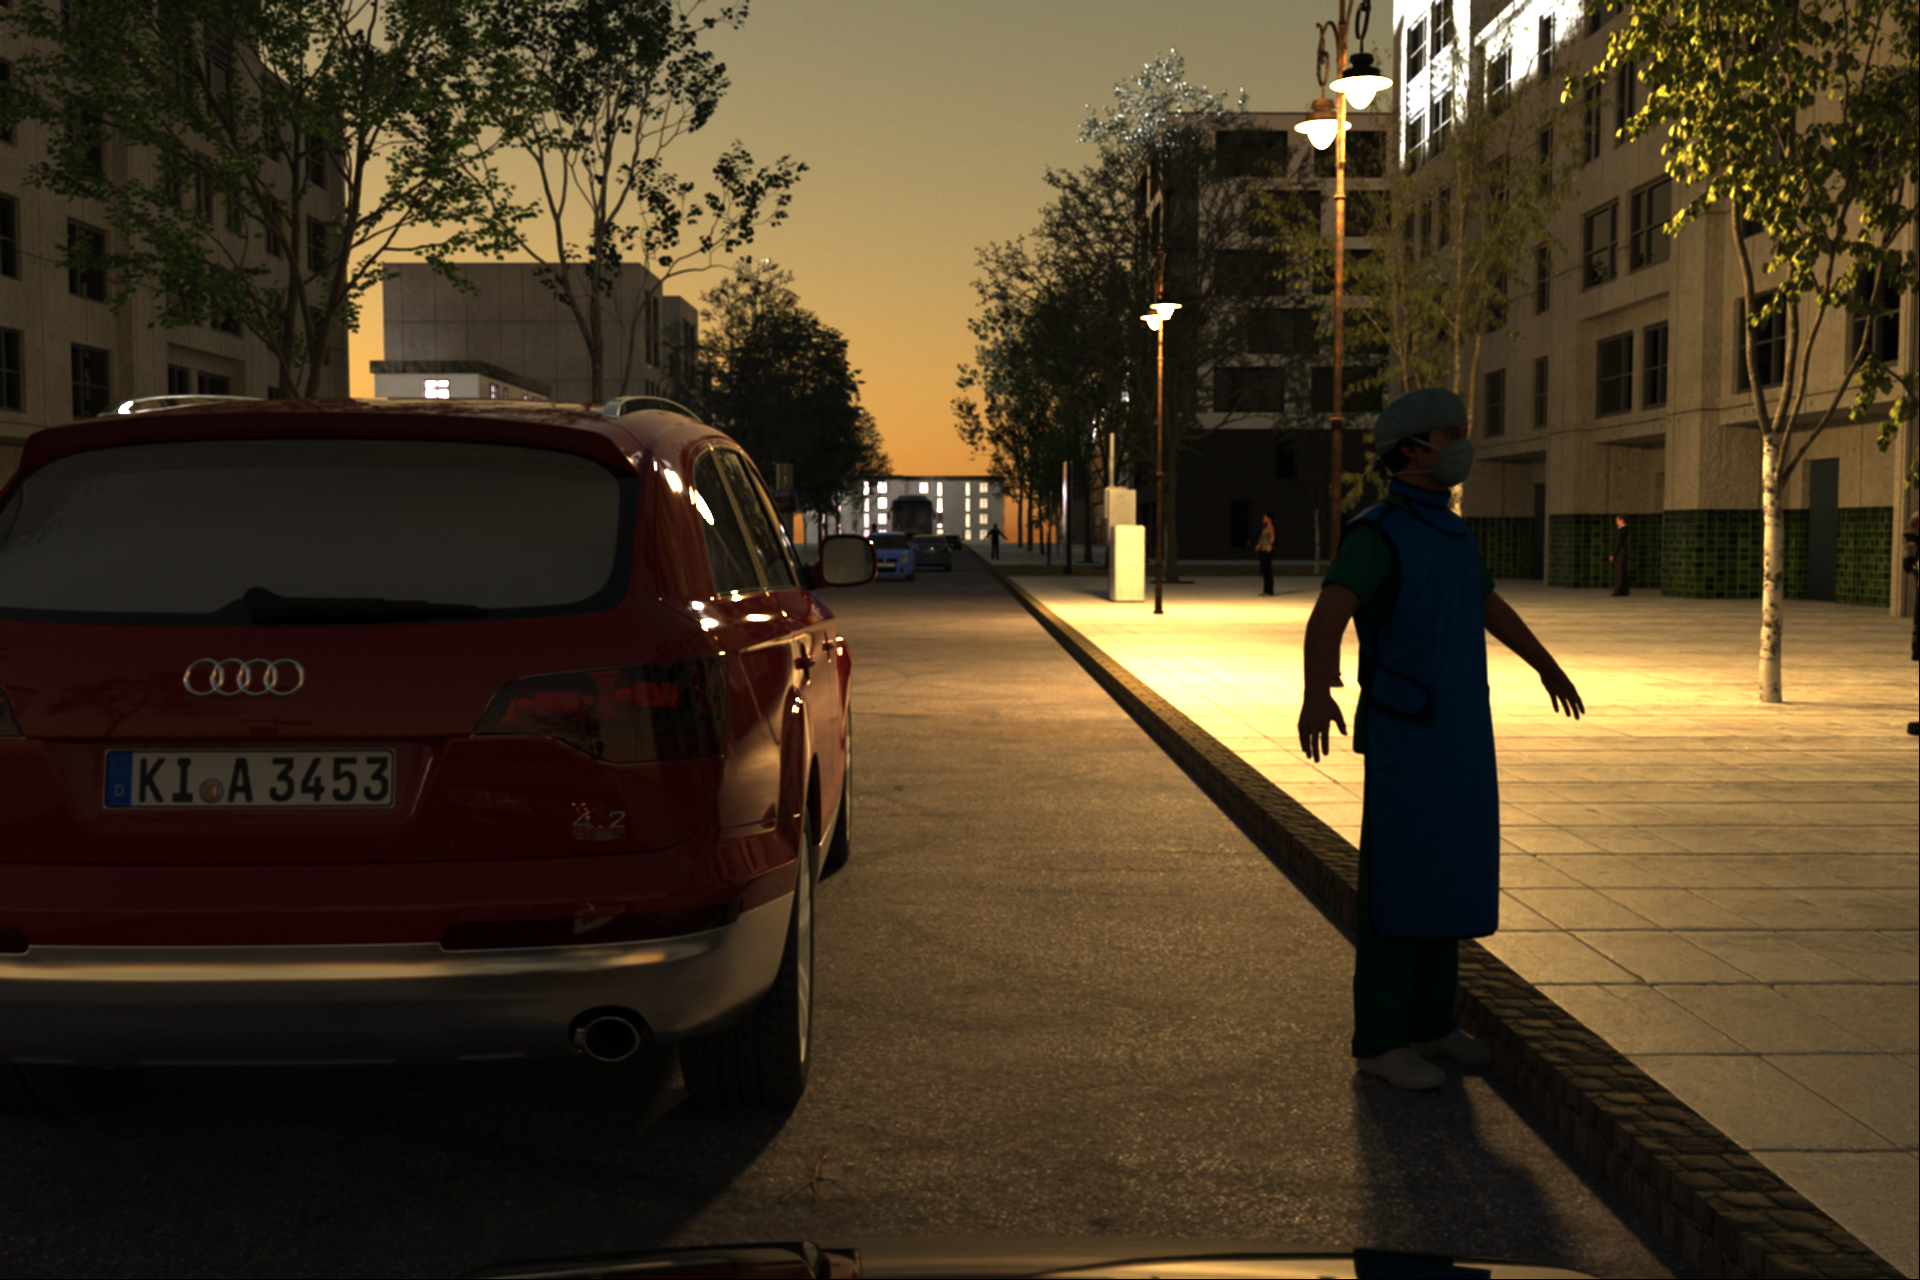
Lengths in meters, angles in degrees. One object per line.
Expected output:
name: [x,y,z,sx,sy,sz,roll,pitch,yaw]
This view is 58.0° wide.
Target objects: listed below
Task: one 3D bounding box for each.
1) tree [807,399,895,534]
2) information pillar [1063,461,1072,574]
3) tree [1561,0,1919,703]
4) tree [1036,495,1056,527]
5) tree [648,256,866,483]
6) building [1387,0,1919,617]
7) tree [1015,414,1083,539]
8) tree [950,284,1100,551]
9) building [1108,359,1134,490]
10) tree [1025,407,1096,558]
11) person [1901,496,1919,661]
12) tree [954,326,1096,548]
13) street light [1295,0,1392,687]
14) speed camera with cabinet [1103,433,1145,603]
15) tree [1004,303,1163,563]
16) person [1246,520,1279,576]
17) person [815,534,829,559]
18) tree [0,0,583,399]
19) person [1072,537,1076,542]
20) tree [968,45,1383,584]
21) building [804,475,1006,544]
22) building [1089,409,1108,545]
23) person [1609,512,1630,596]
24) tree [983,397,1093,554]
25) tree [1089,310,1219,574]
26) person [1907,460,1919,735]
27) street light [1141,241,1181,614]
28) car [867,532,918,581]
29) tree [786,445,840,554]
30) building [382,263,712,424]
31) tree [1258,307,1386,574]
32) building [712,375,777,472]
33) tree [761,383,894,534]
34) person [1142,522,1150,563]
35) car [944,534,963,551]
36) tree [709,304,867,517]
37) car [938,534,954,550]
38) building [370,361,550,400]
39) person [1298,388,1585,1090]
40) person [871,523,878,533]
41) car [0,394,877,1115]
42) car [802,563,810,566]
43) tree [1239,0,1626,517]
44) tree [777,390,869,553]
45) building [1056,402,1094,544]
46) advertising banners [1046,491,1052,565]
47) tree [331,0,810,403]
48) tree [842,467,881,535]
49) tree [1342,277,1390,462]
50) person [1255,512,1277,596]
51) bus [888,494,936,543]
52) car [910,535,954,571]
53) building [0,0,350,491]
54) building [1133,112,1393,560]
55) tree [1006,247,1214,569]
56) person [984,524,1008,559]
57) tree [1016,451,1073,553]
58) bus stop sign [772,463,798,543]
tree: [-10.431,-14.409,145.961,12.009,13.543,11.850,0,3,0]
information pillar: [3.486,-3.973,56.269,0.184,3.620,1.656,0,4,-1]
tree: [6.189,-3.813,12.706,4.737,8.622,4.395,0,3,0]
tree: [15.752,-20.767,246.194,9.857,13.997,8.962,0,3,0]
tree: [-9.306,-10.164,76.552,12.009,13.543,11.850,0,3,0]
building: [22.785,-10.734,41.955,16.747,18.905,31.486,0,4,0]
tree: [5.820,-9.221,101.132,4.360,8.622,3.978,0,3,0]
tree: [5.105,-16.776,130.170,12.611,20.169,13.585,0,3,0]
building: [24.695,-18.939,176.113,16.747,18.905,31.486,0,3,0]
tree: [5.361,-8.824,94.640,4.737,8.622,4.395,0,3,0]
person: [9.854,-0.718,17.508,1.351,1.858,0.704,-2,4,-34]
tree: [5.899,-18.350,155.907,12.611,20.169,13.585,0,3,0]
street light: [3.148,-2.546,14.422,0.468,5.910,1.993,0,4,0]
speed camera with cabinet: [3.169,-2.383,33.305,0.660,3.252,2.038,0,4,-1]
tree: [5.538,-9.229,76.646,9.928,11.665,9.643,0,3,0]
person: [9.325,-2.864,53.285,1.216,1.772,0.721,-2,4,-27]
person: [-3.635,-2.121,46.404,0.599,1.433,0.991,-2,4,-28]
tree: [-9.323,-6.028,24.314,9.928,11.665,9.643,0,3,0]
person: [5.375,-4.900,86.301,0.705,1.806,1.347,-1,4,-21]
tree: [5.417,-8.221,44.778,12.009,13.543,11.850,0,3,0]
building: [-7.742,-18.506,247.169,28.070,9.664,9.099,0,4,6]
building: [25.540,-22.869,204.831,19.493,23.208,18.063,0,4,0]
person: [13.619,-1.772,35.811,0.445,1.727,0.742,1,4,12]
tree: [4.907,-10.725,109.766,7.601,10.594,8.767,0,4,6]
tree: [6.410,-6.432,55.531,4.737,8.622,4.395,0,3,0]
person: [6.280,-0.322,11.101,0.704,1.849,1.345,2,4,29]
street light: [3.191,-3.357,27.675,0.468,5.910,1.993,0,3,0]
car: [-2.261,-2.704,53.794,1.945,1.707,3.694,0,4,0]
tree: [-9.803,-9.837,111.202,4.737,8.622,4.395,0,3,0]
building: [-29.113,-16.051,128.889,16.747,18.905,31.486,0,4,0]
tree: [11.582,-6.455,55.901,4.360,8.622,3.978,0,3,0]
building: [-26.131,-21.428,206.765,16.016,20.090,11.380,0,4,-1]
tree: [-10.281,-13.582,132.440,12.009,13.543,11.850,0,3,0]
person: [8.245,-4.313,76.664,0.704,1.843,1.345,1,4,11]
car: [-0.720,-8.302,145.519,2.009,1.686,4.222,0,4,0]
tree: [-9.726,-11.658,97.256,9.857,13.997,8.962,0,3,0]
car: [-1.415,-9.065,157.001,1.959,1.807,4.718,0,4,-1]
building: [-27.673,-9.528,97.934,9.099,9.664,28.070,0,3,0]
person: [1.249,0.244,4.600,1.347,1.817,0.704,-3,5,-45]
person: [-2.947,-3.080,59.086,0.705,1.796,1.348,3,5,43]
car: [-1.431,0.173,5.839,2.281,1.827,5.304,0,4,-2]
car: [-3.028,-0.864,23.911,2.009,1.686,4.222,0,3,0]
tree: [6.042,-4.284,20.410,4.360,8.622,3.978,0,3,0]
tree: [-9.809,-11.915,120.563,9.928,11.665,9.643,0,3,0]
building: [22.296,-23.994,223.224,19.493,23.208,18.063,0,4,-1]
advertising banners: [3.691,-4.610,71.556,0.090,3.025,2.074,0,4,-1]
tree: [-10.475,-11.641,46.212,12.611,20.169,13.585,0,3,0]
tree: [-9.733,-12.702,158.043,4.360,8.622,3.978,0,3,0]
tree: [17.580,-8.386,62.862,9.928,11.665,9.643,0,3,0]
person: [6.286,-1.774,35.822,0.721,1.737,1.217,0,4,-2]
bus: [-2.936,-7.283,110.619,2.896,3.916,12.251,0,3,0]
car: [-1.213,-3.407,67.706,2.014,1.417,4.499,0,4,-1]
building: [-28.835,-10.784,42.779,16.747,18.905,31.486,0,4,-1]
building: [23.744,-15.703,100.714,27.936,21.610,32.646,0,4,-1]
tree: [5.497,-8.399,63.074,9.928,11.665,9.643,0,3,0]
person: [1.807,-5.008,88.100,1.346,1.802,0.704,-1,4,-22]
tree: [5.996,-10.202,117.170,4.737,8.622,4.395,0,3,0]
bus stop sign: [-6.539,-4.633,64.766,0.837,3.901,0.837,0,4,1]
